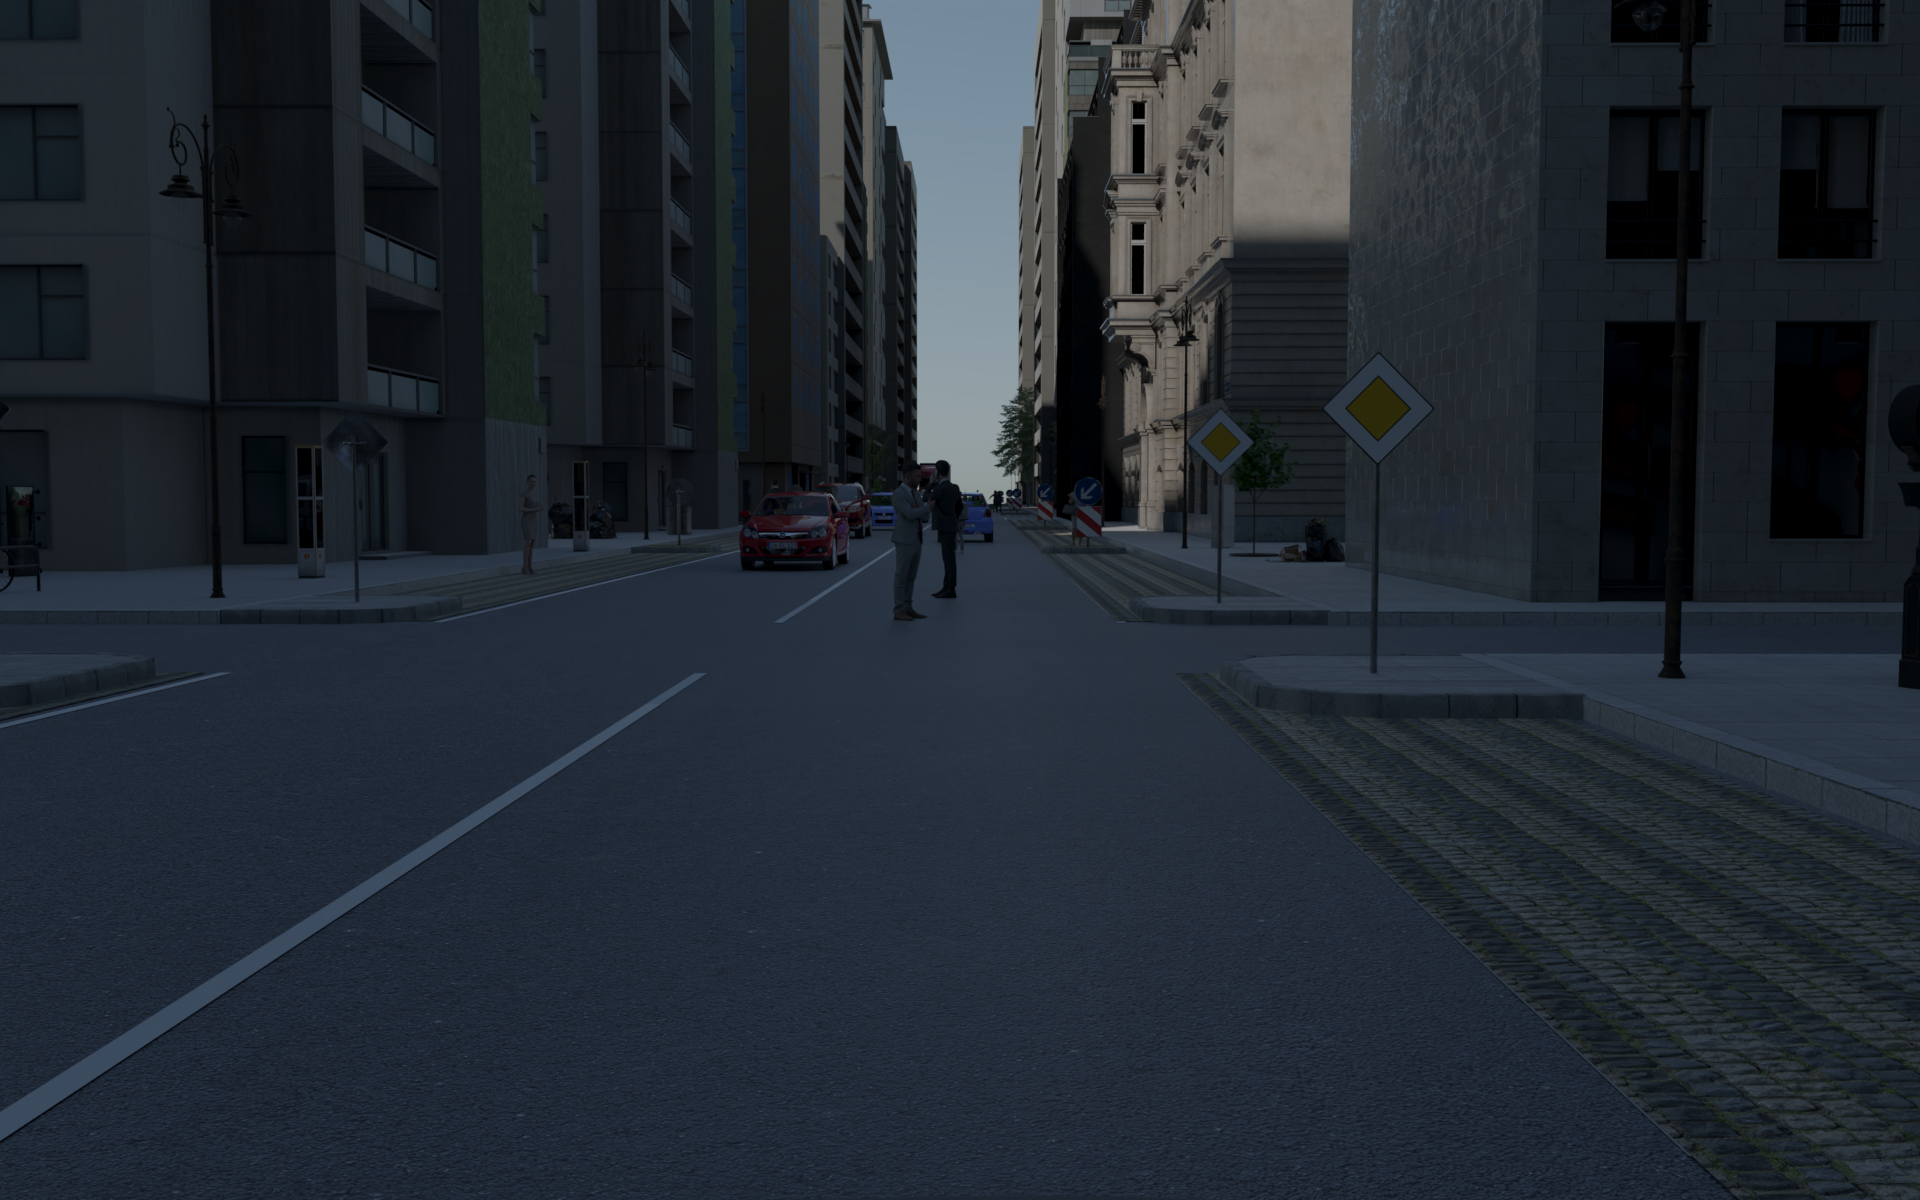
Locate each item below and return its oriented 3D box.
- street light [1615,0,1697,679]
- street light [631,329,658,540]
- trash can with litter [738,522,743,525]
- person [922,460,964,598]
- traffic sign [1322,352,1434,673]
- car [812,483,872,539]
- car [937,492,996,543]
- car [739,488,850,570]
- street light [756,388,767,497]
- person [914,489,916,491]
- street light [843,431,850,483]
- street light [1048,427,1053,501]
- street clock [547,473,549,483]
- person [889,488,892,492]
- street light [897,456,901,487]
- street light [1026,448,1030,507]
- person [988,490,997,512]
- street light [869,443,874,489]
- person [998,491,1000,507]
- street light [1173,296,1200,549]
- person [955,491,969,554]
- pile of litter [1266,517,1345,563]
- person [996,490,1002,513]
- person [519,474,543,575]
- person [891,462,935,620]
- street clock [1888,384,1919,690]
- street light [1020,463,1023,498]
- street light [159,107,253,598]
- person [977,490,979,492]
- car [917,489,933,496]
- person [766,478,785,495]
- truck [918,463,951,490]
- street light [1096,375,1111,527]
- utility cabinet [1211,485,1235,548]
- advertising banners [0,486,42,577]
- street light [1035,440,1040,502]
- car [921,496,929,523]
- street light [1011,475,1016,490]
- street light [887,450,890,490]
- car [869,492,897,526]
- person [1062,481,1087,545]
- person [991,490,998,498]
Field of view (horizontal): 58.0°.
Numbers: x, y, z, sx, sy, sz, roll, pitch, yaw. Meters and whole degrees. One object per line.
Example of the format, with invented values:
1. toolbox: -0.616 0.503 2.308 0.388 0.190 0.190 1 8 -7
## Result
1. street light: 4.979 -2.394 11.936 0.468 5.910 1.993 0 4 1
2. street light: -8.833 -4.638 48.612 0.468 5.910 1.993 0 4 1
3. trash can with litter: -9.410 -3.701 71.562 1.678 1.210 2.233 -1 4 -16
4. person: -0.249 -0.981 23.906 0.474 1.900 0.648 1 4 16
5. traffic sign: 2.964 -0.533 12.358 0.795 2.450 0.064 0 4 1
6. car: -4.036 -2.966 57.169 2.281 1.827 5.304 0 4 1
7. car: 0.141 -2.626 52.523 1.945 1.707 3.694 0 4 -1
8. car: -3.215 -1.535 34.135 2.155 1.783 4.494 0 4 2
9. street light: -8.577 -6.302 75.825 0.468 5.910 1.993 0 4 1
10. person: -3.472 -7.596 132.676 1.348 1.826 0.705 -3 5 -44
11. street light: -8.091 -9.268 124.323 0.468 5.910 1.993 0 4 1
12. street light: 6.126 -8.814 116.900 0.468 5.910 1.993 0 4 1
13. street clock: -12.660 -2.922 52.344 0.471 2.002 0.358 0 4 -1
14. person: -4.262 -5.985 106.360 1.348 1.823 0.705 0 4 -6
15. street light: -7.273 -14.380 207.896 0.468 5.910 1.993 0 4 1
16. street light: 6.743 -12.149 171.428 0.468 5.910 1.993 0 4 1
17. person: 2.831 -7.916 138.647 1.217 1.743 0.721 1 4 20
18. street light: -7.718 -10.983 152.357 0.468 5.910 1.993 0 4 1
19. person: 4.375 -11.572 197.725 0.705 1.821 1.348 0 4 -4
20. street light: 5.291 -4.149 40.618 0.468 5.910 1.993 0 4 1
21. person: -0.037 -1.872 41.710 0.523 1.515 0.503 0 4 6
22. pile of litter: 6.605 -1.160 32.936 1.719 0.858 1.176 0 4 -4
23. person: 3.064 -7.639 134.312 0.530 1.710 0.541 -3 5 -40
24. person: -7.591 -1.335 30.672 0.374 1.781 0.599 1 4 18
25. person: -0.527 -0.677 19.751 0.466 1.800 0.511 1 4 13
26. street clock: 6.353 -0.417 11.393 0.471 2.002 0.358 -1 4 -18
27. street light: 7.057 -13.889 199.873 0.468 5.910 1.993 0 4 1
28. street light: -9.185 -2.964 21.257 0.468 5.910 1.993 0 4 1
29. person: 1.596 -9.197 158.899 0.705 1.821 1.348 -3 5 -41
30. car: -2.931 -8.302 144.403 2.281 1.827 5.304 0 4 1
31. person: -5.302 -2.589 50.187 0.648 1.900 0.474 -3 5 -41
32. truck: -2.309 -10.330 157.801 2.839 4.237 11.283 0 4 2
33. street light: 5.596 -5.807 67.725 0.468 5.910 1.993 0 4 1
34. utility cabinet: 6.272 -2.000 41.384 0.318 1.500 1.173 1 4 21
35. advertising banners: -14.863 -1.833 26.152 0.090 3.025 2.074 2 4 25
36. street light: 6.497 -10.486 144.227 0.468 5.910 1.993 0 4 1
37. car: -2.537 -4.583 87.286 2.083 1.381 4.827 0 4 1
38. street light: 7.572 -17.247 254.768 0.468 5.910 1.993 0 4 1
39. street light: -7.422 -12.695 180.356 0.468 5.910 1.993 0 4 1
40. car: -2.967 -3.654 69.337 1.945 1.707 3.694 0 3 0
41. person: 3.057 -2.255 45.719 0.716 1.782 0.532 0 4 5
42. person: 3.395 -9.589 165.368 1.348 1.812 0.705 -2 4 -30
